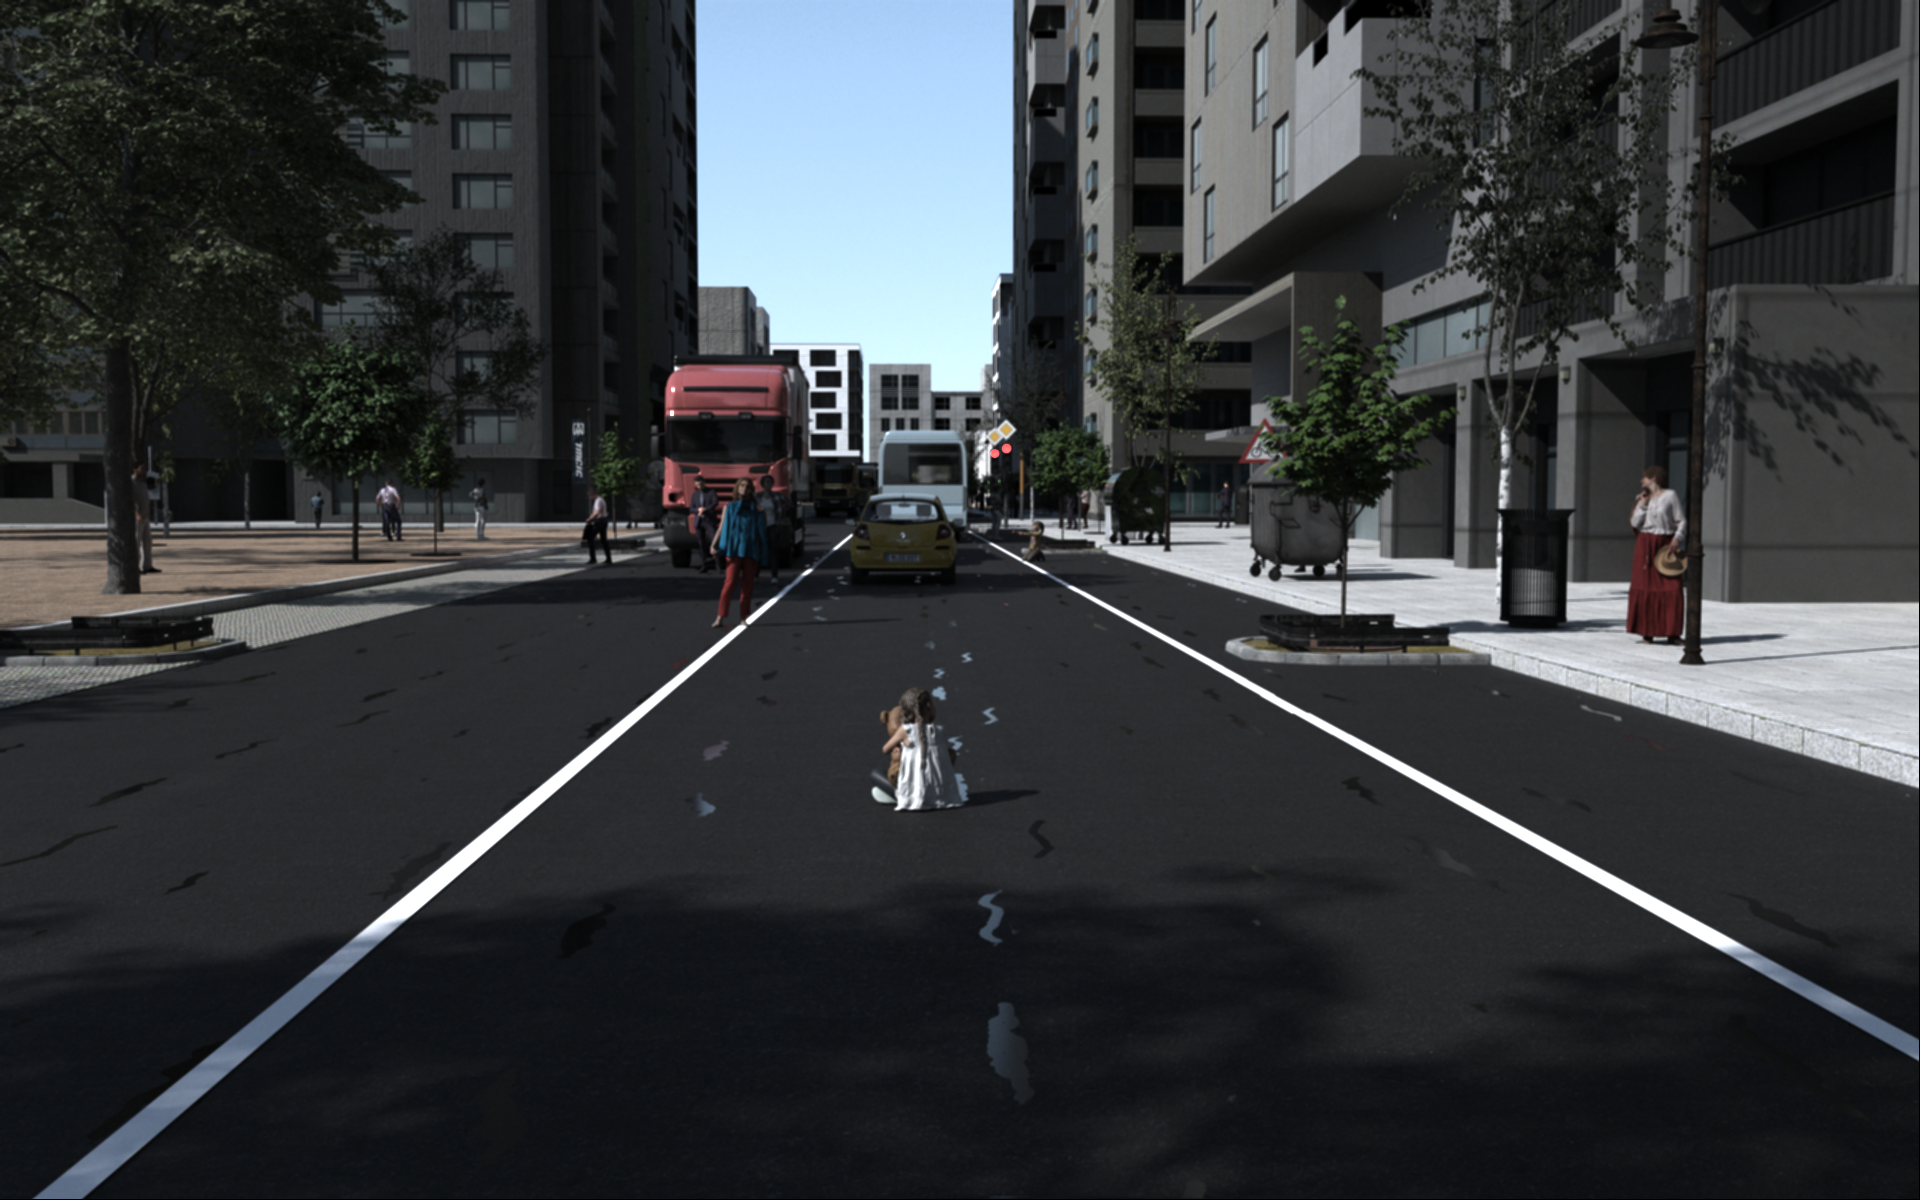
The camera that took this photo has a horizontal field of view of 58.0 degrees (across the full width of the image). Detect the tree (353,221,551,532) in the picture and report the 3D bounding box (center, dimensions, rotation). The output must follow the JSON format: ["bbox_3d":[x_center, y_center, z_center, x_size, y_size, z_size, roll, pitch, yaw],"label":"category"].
[{"bbox_3d":[-17.419,-7.587,58.454,8.767,10.594,7.601,1,4,20],"label":"tree"}]

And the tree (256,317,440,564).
[{"bbox_3d":[-11.330,-2.963,32.156,4.285,4.588,4.351,0,3,0],"label":"tree"}]

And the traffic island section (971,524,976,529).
[{"bbox_3d":[1.479,-3.107,73.082,2.009,0.180,2.903,0,4,-2],"label":"traffic island section"}]

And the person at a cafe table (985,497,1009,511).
[{"bbox_3d":[2.714,-7.134,127.507,1.726,1.238,1.698,2,4,26],"label":"person at a cafe table"}]

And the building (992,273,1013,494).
[{"bbox_3d":[17.081,-20.383,177.243,27.936,21.610,32.646,0,4,-2],"label":"building"}]

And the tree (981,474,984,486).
[{"bbox_3d":[2.052,-8.746,137.602,1.663,3.219,1.824,0,3,0],"label":"tree"}]

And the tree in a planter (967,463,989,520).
[{"bbox_3d":[0.628,-6.142,97.636,1.991,3.239,1.994,0,4,-2],"label":"tree in a planter"}]

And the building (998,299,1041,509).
[{"bbox_3d":[11.506,-18.248,154.767,16.016,20.091,11.380,0,4,-2],"label":"building"}]

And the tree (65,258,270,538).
[{"bbox_3d":[-23.087,-6.071,49.623,4.737,8.622,4.395,0,3,0],"label":"tree"}]

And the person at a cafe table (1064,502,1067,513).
[{"bbox_3d":[7.439,-6.707,118.175,1.622,1.524,1.698,1,4,12],"label":"person at a cafe table"}]

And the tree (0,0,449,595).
[{"bbox_3d":[-10.443,-6.365,22.190,7.486,12.596,7.792,0,3,0],"label":"tree"}]

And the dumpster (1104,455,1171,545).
[{"bbox_3d":[4.518,-2.551,44.195,1.502,2.255,1.985,0,4,-2],"label":"dumpster"}]

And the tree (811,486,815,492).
[{"bbox_3d":[-17.369,-13.239,211.059,1.663,3.219,1.824,0,3,0],"label":"tree"}]

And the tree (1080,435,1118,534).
[{"bbox_3d":[4.577,-3.744,55.819,1.663,3.219,1.824,0,3,0],"label":"tree"}]

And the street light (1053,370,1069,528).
[{"bbox_3d":[3.778,-5.621,64.692,0.468,5.910,1.993,0,4,-2],"label":"street light"}]

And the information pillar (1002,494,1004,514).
[{"bbox_3d":[2.549,-6.390,108.960,0.304,2.012,0.304,-3,5,-43],"label":"information pillar"}]

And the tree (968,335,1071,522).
[{"bbox_3d":[3.105,-7.900,79.534,4.360,8.622,3.978,0,3,0],"label":"tree"}]

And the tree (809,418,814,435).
[{"bbox_3d":[-15.584,-13.268,142.679,9.928,11.665,9.643,0,3,0],"label":"tree"}]

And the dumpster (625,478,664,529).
[{"bbox_3d":[-11.607,-3.552,63.828,1.264,1.857,1.865,0,4,-2],"label":"dumpster"}]

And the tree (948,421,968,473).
[{"bbox_3d":[0.732,-13.406,169.556,4.360,8.622,3.978,0,3,0],"label":"tree"}]

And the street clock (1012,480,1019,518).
[{"bbox_3d":[2.949,-5.332,91.744,0.358,2.002,0.471,2,4,26],"label":"street clock"}]

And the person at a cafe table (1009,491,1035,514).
[{"bbox_3d":[4.016,-6.369,112.644,1.622,1.524,1.698,-1,4,-22],"label":"person at a cafe table"}]

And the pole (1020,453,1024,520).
[{"bbox_3d":[3.038,-5.571,84.923,0.158,3.312,0.155,0,3,0],"label":"pole"}]

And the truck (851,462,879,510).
[{"bbox_3d":[-8.556,-10.217,155.956,2.839,4.237,11.283,0,4,0],"label":"truck"}]

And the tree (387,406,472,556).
[{"bbox_3d":[-10.889,-2.545,36.211,1.663,3.219,1.824,0,3,0],"label":"tree"}]

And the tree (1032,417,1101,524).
[{"bbox_3d":[4.699,-5.519,73.948,4.285,4.588,4.351,0,3,0],"label":"tree"}]

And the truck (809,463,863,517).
[{"bbox_3d":[-7.805,-6.973,109.937,3.469,3.379,9.791,0,4,-2],"label":"truck"}]

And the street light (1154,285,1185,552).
[{"bbox_3d":[4.639,-4.023,38.564,0.468,5.910,1.993,0,4,-2],"label":"street light"}]

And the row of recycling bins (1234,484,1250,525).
[{"bbox_3d":[13.308,-4.024,72.902,3.534,1.692,1.069,0,4,-5],"label":"row of recycling bins"}]

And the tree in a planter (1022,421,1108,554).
[{"bbox_3d":[2.523,-2.759,42.336,1.991,3.239,1.994,0,4,-2],"label":"tree in a planter"}]

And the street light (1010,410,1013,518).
[{"bbox_3d":[2.795,-7.442,94.471,0.468,5.910,1.993,0,4,-2],"label":"street light"}]

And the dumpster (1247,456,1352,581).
[{"bbox_3d":[5.120,-1.247,26.146,1.264,1.857,1.865,0,4,-2],"label":"dumpster"}]

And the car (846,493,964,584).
[{"bbox_3d":[-0.935,-1.151,29.044,2.015,1.641,3.980,0,4,-1],"label":"car"}]

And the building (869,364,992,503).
[{"bbox_3d":[3.126,-23.075,243.728,31.486,18.905,16.747,0,4,-2],"label":"building"}]

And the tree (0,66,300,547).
[{"bbox_3d":[-20.063,-7.126,42.270,9.928,11.665,9.643,0,3,0],"label":"tree"}]

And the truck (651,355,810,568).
[{"bbox_3d":[-4.640,-2.951,37.166,2.839,4.237,11.283,0,4,-3],"label":"truck"}]

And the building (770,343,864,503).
[{"bbox_3d":[-30.356,-24.739,248.455,32.646,21.610,27.936,0,4,-2],"label":"building"}]

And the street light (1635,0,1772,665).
[{"bbox_3d":[5.531,-2.453,12.902,0.468,5.910,1.993,0,4,-2],"label":"street light"}]

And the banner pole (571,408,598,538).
[{"bbox_3d":[-11.004,-3.709,50.655,0.863,3.779,0.401,1,4,21],"label":"banner pole"}]

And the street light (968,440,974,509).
[{"bbox_3d":[0.963,-10.673,147.283,0.468,5.910,1.993,0,4,-2],"label":"street light"}]

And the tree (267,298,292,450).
[{"bbox_3d":[-24.968,-6.739,60.537,4.737,8.622,4.395,0,3,0],"label":"tree"}]

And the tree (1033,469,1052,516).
[{"bbox_3d":[4.863,-6.613,102.720,1.663,3.219,1.824,0,3,0],"label":"tree"}]

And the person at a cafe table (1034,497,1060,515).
[{"bbox_3d":[5.321,-5.800,105.689,1.726,1.238,1.698,-1,4,-9],"label":"person at a cafe table"}]

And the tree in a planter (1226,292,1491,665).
[{"bbox_3d":[3.436,-1.112,15.408,1.991,3.239,1.994,0,4,-2],"label":"tree in a planter"}]

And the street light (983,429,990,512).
[{"bbox_3d":[1.879,-9.051,120.766,0.468,5.910,1.993,0,4,-2],"label":"street light"}]

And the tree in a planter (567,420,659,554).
[{"bbox_3d":[-8.413,-2.749,42.176,1.991,3.239,1.994,0,4,-2],"label":"tree in a planter"}]

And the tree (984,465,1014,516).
[{"bbox_3d":[2.491,-6.604,102.573,1.663,3.219,1.824,0,3,0],"label":"tree"}]

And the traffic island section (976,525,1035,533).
[{"bbox_3d":[1.752,-2.619,65.101,2.009,0.180,2.903,0,4,-2],"label":"traffic island section"}]

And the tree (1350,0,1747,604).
[{"bbox_3d":[6.584,-4.259,19.998,4.360,8.622,3.978,0,3,0],"label":"tree"}]

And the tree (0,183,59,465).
[{"bbox_3d":[-34.825,-9.234,57.635,9.857,13.997,8.962,0,3,0],"label":"tree"}]

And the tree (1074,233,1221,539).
[{"bbox_3d":[5.148,-6.012,48.652,4.737,8.622,4.395,0,3,0],"label":"tree"}]
